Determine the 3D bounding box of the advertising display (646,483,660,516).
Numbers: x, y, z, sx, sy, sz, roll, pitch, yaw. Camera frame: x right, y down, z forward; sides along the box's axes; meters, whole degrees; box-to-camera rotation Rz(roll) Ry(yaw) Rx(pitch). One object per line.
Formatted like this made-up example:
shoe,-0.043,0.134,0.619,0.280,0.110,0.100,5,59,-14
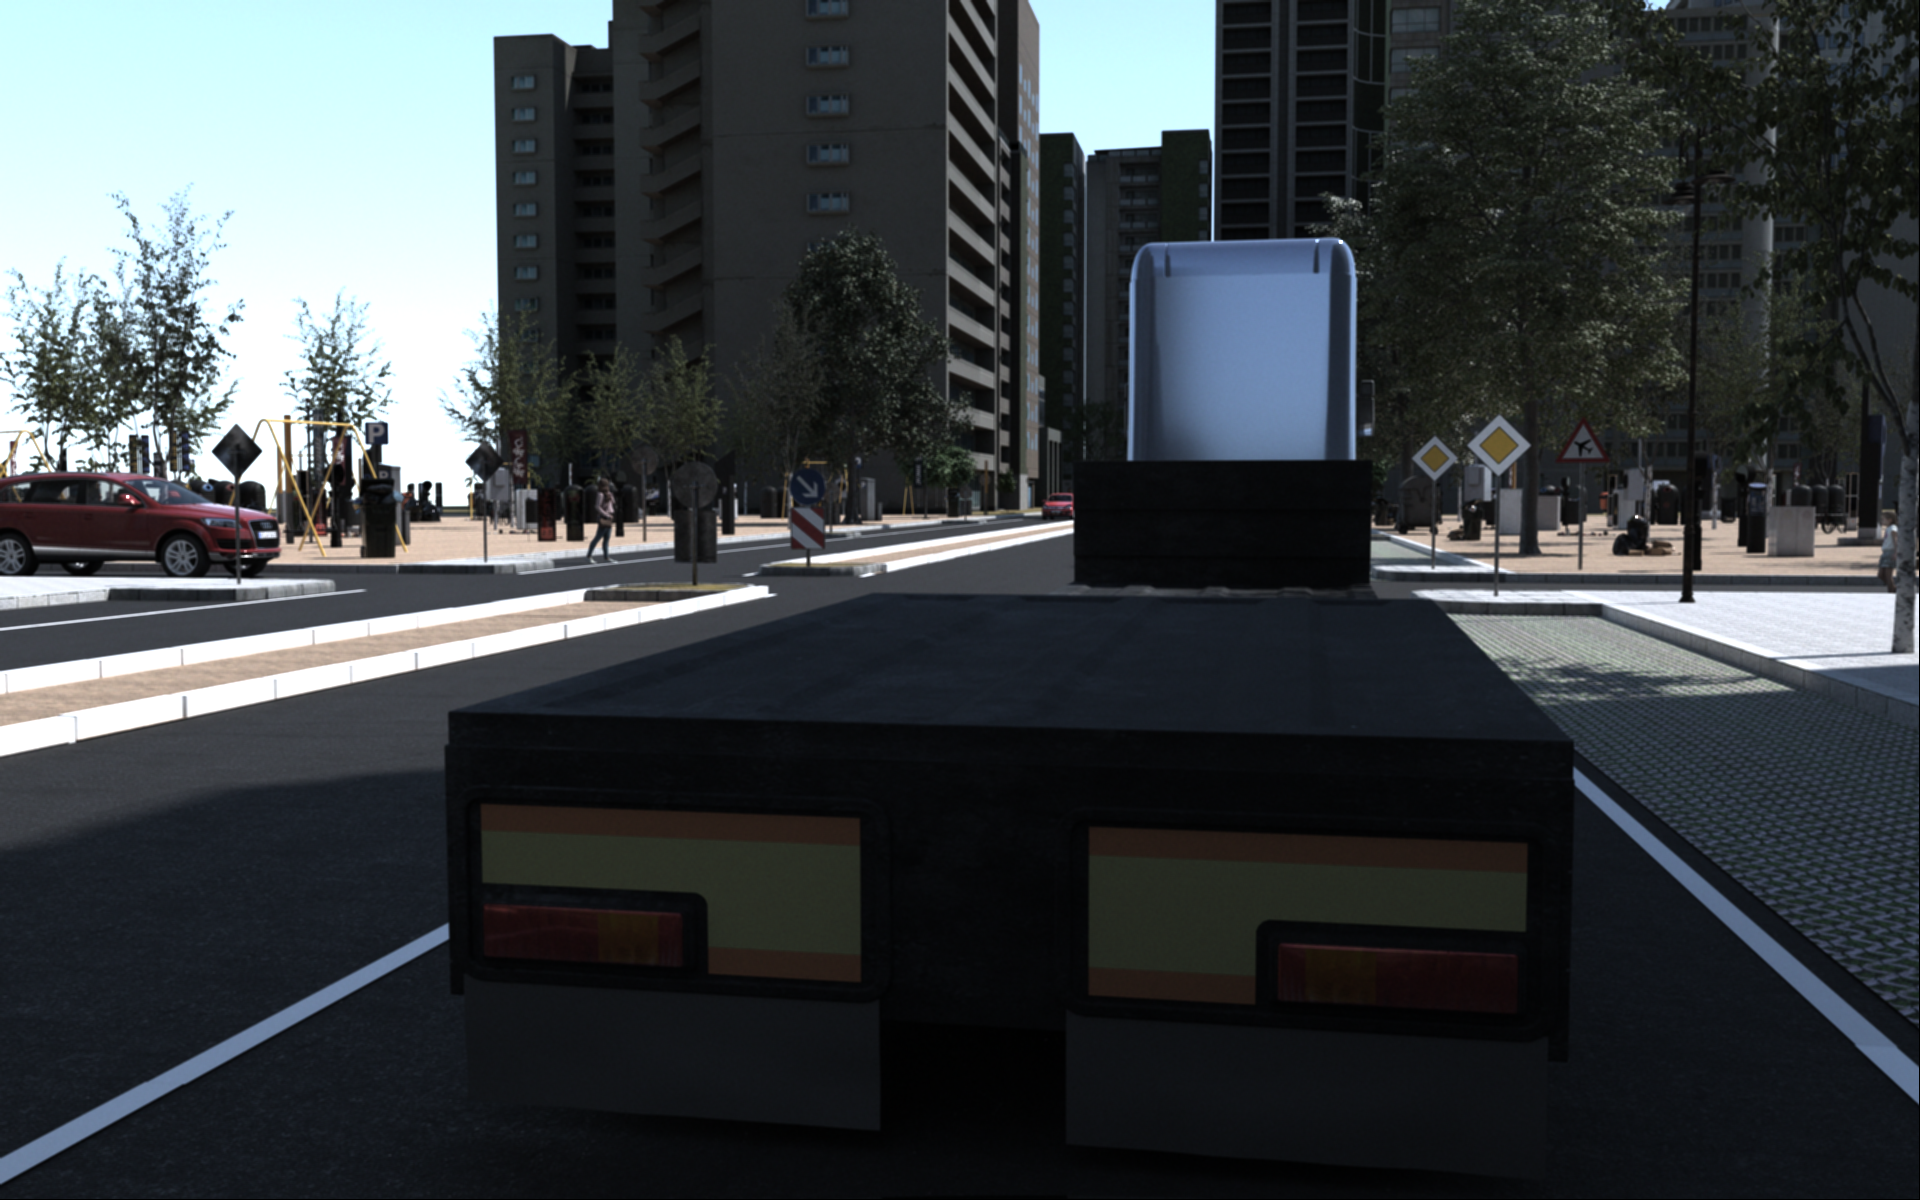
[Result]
advertising display,-18.061,-5.894,101.573,0.974,1.923,0.123,-3,4,-39

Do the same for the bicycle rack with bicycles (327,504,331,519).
bicycle rack with bicycles,-31.613,-4.747,90.998,2.925,0.926,2.852,2,4,32

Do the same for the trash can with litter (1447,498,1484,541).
trash can with litter,13.932,-2.230,47.855,0.624,1.170,1.055,-3,4,-36

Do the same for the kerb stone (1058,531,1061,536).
kerb stone,3.222,-2.223,58.580,0.120,0.150,1.000,1,4,10

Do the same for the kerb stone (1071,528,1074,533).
kerb stone,3.917,-2.473,62.626,0.120,0.150,1.000,1,4,10

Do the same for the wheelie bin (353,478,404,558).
wheelie bin,-11.692,-1.651,34.910,0.980,1.594,0.693,-2,4,-29

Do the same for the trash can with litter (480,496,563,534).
trash can with litter,-14.252,-2.763,56.236,2.233,1.210,1.678,-1,4,-21

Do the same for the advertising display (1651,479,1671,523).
advertising display,30.840,-4.348,76.299,0.974,1.923,0.123,-1,4,-17

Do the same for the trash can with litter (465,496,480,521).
trash can with litter,-23.598,-4.480,84.312,1.678,1.210,2.233,0,4,-1

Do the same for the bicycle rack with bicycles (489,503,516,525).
bicycle rack with bicycles,-18.374,-3.592,72.110,2.852,0.926,2.925,-1,4,-17

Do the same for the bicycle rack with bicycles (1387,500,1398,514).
bicycle rack with bicycles,25.356,-5.332,100.555,2.925,0.926,2.852,-1,4,-20

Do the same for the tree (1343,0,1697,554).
tree,11.797,-7.258,36.788,7.486,12.596,7.792,0,3,0

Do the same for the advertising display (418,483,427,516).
advertising display,-30.861,-5.771,99.563,0.123,1.923,0.974,0,4,8

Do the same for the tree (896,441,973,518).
tree,-1.838,-6.622,91.991,4.285,4.588,4.351,0,3,0

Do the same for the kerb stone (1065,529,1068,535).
kerb stone,3.570,-2.340,60.595,0.120,0.150,1.000,1,4,10

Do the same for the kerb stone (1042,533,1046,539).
kerb stone,2.519,-1.976,54.527,0.120,0.150,1.000,1,4,10

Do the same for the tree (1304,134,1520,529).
tree,16.255,-9.555,62.884,9.857,13.997,8.962,0,3,0

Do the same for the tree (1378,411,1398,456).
tree,23.526,-10.539,106.732,8.767,10.594,7.601,-1,4,-18

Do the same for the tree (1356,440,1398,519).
tree,21.002,-6.486,89.754,4.285,4.588,4.351,0,3,0

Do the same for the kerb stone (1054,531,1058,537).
kerb stone,3.040,-2.163,57.560,0.120,0.150,1.000,1,4,10

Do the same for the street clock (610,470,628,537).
street clock,-10.243,-2.906,52.090,0.471,2.002,0.358,-3,5,-41

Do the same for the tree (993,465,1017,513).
tree,3.229,-7.447,116.360,1.663,3.219,1.824,0,3,0

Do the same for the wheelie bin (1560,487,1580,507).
wheelie bin,27.340,-4.258,77.527,0.980,1.594,0.693,0,4,3

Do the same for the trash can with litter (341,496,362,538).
trash can with litter,-17.658,-2.474,51.505,1.678,1.210,2.233,2,4,35

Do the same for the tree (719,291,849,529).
tree,-6.312,-6.877,62.805,4.360,8.622,3.978,0,3,0

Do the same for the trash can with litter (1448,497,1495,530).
trash can with litter,18.848,-3.173,62.941,1.678,1.210,2.233,-3,5,-42

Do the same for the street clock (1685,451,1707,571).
street clock,12.347,-1.498,29.061,0.358,2.002,0.471,1,4,11

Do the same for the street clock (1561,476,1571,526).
street clock,24.587,-4.020,70.301,0.358,2.002,0.471,3,5,40

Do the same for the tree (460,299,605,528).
tree,-16.896,-7.073,66.009,4.737,8.622,4.395,0,3,0

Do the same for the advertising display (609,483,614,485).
advertising display,-19.234,-5.605,96.857,0.974,1.923,0.123,-3,4,-38

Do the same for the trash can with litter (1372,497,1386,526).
trash can with litter,17.077,-3.578,69.895,1.055,1.170,0.624,-3,5,-43

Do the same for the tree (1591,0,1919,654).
tree,7.506,-3.889,13.952,4.737,8.622,4.395,0,3,0

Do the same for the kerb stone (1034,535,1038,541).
kerb stone,2.173,-1.854,52.506,0.120,0.150,1.000,1,4,10

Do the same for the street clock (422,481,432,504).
street clock,-28.788,-5.449,93.668,0.471,2.002,0.358,0,4,1

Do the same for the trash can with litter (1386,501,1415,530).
trash can with litter,15.736,-3.055,61.333,0.624,1.170,1.055,-1,4,-14

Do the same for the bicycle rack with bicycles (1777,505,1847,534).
bicycle rack with bicycles,27.894,-2.658,56.834,2.925,0.926,2.852,-1,4,-18

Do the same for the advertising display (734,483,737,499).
advertising display,-13.067,-5.730,98.907,0.123,1.923,0.974,2,4,30

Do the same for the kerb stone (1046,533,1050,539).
kerb stone,2.698,-2.039,55.533,0.120,0.150,1.000,1,4,10

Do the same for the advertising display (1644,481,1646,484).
advertising display,33.152,-4.771,83.219,0.123,1.923,0.974,-1,4,-15

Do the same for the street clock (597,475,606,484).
street clock,-13.853,-3.820,67.032,0.358,2.002,0.471,-2,4,-28

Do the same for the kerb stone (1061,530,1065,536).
kerb stone,3.400,-2.287,59.586,0.120,0.150,1.000,1,4,10

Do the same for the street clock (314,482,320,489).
street clock,-34.036,-5.337,91.827,0.471,2.002,0.358,1,4,10

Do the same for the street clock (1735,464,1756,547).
street clock,19.135,-2.304,42.237,0.358,2.002,0.471,-1,4,-15

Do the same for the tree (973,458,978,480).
tree,-0.631,-7.089,99.622,4.285,4.588,4.351,0,3,0

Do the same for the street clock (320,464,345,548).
street clock,-14.973,-2.260,41.521,0.358,2.002,0.471,1,4,15

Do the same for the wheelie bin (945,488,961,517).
wheelie bin,-0.342,-5.331,95.075,0.980,1.594,0.693,0,4,-2

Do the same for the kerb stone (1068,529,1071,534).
kerb stone,3.736,-2.410,61.603,0.120,0.150,1.000,1,4,10

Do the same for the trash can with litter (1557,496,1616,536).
trash can with litter,19.301,-2.580,53.247,2.233,1.210,1.678,-1,4,-10

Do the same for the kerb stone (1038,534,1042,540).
kerb stone,2.347,-1.913,53.519,0.120,0.150,1.000,1,4,10

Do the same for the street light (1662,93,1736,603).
street light,8.618,-2.909,20.348,0.468,5.910,1.993,1,4,10

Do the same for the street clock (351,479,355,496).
street clock,-26.404,-4.301,74.898,0.358,2.002,0.471,2,4,32

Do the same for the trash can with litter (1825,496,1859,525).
trash can with litter,36.699,-3.717,71.829,2.233,1.210,1.678,2,4,35

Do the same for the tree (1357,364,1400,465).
tree,23.349,-9.007,97.626,4.737,8.622,4.395,0,3,0

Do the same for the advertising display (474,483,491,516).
advertising display,-27.364,-5.754,99.294,0.974,1.923,0.123,-3,4,-36

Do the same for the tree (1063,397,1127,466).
tree,14.169,-15.768,183.560,9.928,11.665,9.643,0,3,0

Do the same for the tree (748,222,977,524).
tree,-4.544,-9.577,73.585,9.611,12.733,9.660,0,3,0

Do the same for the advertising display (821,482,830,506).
advertising display,-7.427,-5.570,96.290,0.123,1.923,0.974,-3,4,-36

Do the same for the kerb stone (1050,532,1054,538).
kerb stone,2.865,-2.101,56.542,0.120,0.150,1.000,1,4,10

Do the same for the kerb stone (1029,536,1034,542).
kerb stone,1.991,-1.789,51.495,0.120,0.150,1.000,1,4,10
